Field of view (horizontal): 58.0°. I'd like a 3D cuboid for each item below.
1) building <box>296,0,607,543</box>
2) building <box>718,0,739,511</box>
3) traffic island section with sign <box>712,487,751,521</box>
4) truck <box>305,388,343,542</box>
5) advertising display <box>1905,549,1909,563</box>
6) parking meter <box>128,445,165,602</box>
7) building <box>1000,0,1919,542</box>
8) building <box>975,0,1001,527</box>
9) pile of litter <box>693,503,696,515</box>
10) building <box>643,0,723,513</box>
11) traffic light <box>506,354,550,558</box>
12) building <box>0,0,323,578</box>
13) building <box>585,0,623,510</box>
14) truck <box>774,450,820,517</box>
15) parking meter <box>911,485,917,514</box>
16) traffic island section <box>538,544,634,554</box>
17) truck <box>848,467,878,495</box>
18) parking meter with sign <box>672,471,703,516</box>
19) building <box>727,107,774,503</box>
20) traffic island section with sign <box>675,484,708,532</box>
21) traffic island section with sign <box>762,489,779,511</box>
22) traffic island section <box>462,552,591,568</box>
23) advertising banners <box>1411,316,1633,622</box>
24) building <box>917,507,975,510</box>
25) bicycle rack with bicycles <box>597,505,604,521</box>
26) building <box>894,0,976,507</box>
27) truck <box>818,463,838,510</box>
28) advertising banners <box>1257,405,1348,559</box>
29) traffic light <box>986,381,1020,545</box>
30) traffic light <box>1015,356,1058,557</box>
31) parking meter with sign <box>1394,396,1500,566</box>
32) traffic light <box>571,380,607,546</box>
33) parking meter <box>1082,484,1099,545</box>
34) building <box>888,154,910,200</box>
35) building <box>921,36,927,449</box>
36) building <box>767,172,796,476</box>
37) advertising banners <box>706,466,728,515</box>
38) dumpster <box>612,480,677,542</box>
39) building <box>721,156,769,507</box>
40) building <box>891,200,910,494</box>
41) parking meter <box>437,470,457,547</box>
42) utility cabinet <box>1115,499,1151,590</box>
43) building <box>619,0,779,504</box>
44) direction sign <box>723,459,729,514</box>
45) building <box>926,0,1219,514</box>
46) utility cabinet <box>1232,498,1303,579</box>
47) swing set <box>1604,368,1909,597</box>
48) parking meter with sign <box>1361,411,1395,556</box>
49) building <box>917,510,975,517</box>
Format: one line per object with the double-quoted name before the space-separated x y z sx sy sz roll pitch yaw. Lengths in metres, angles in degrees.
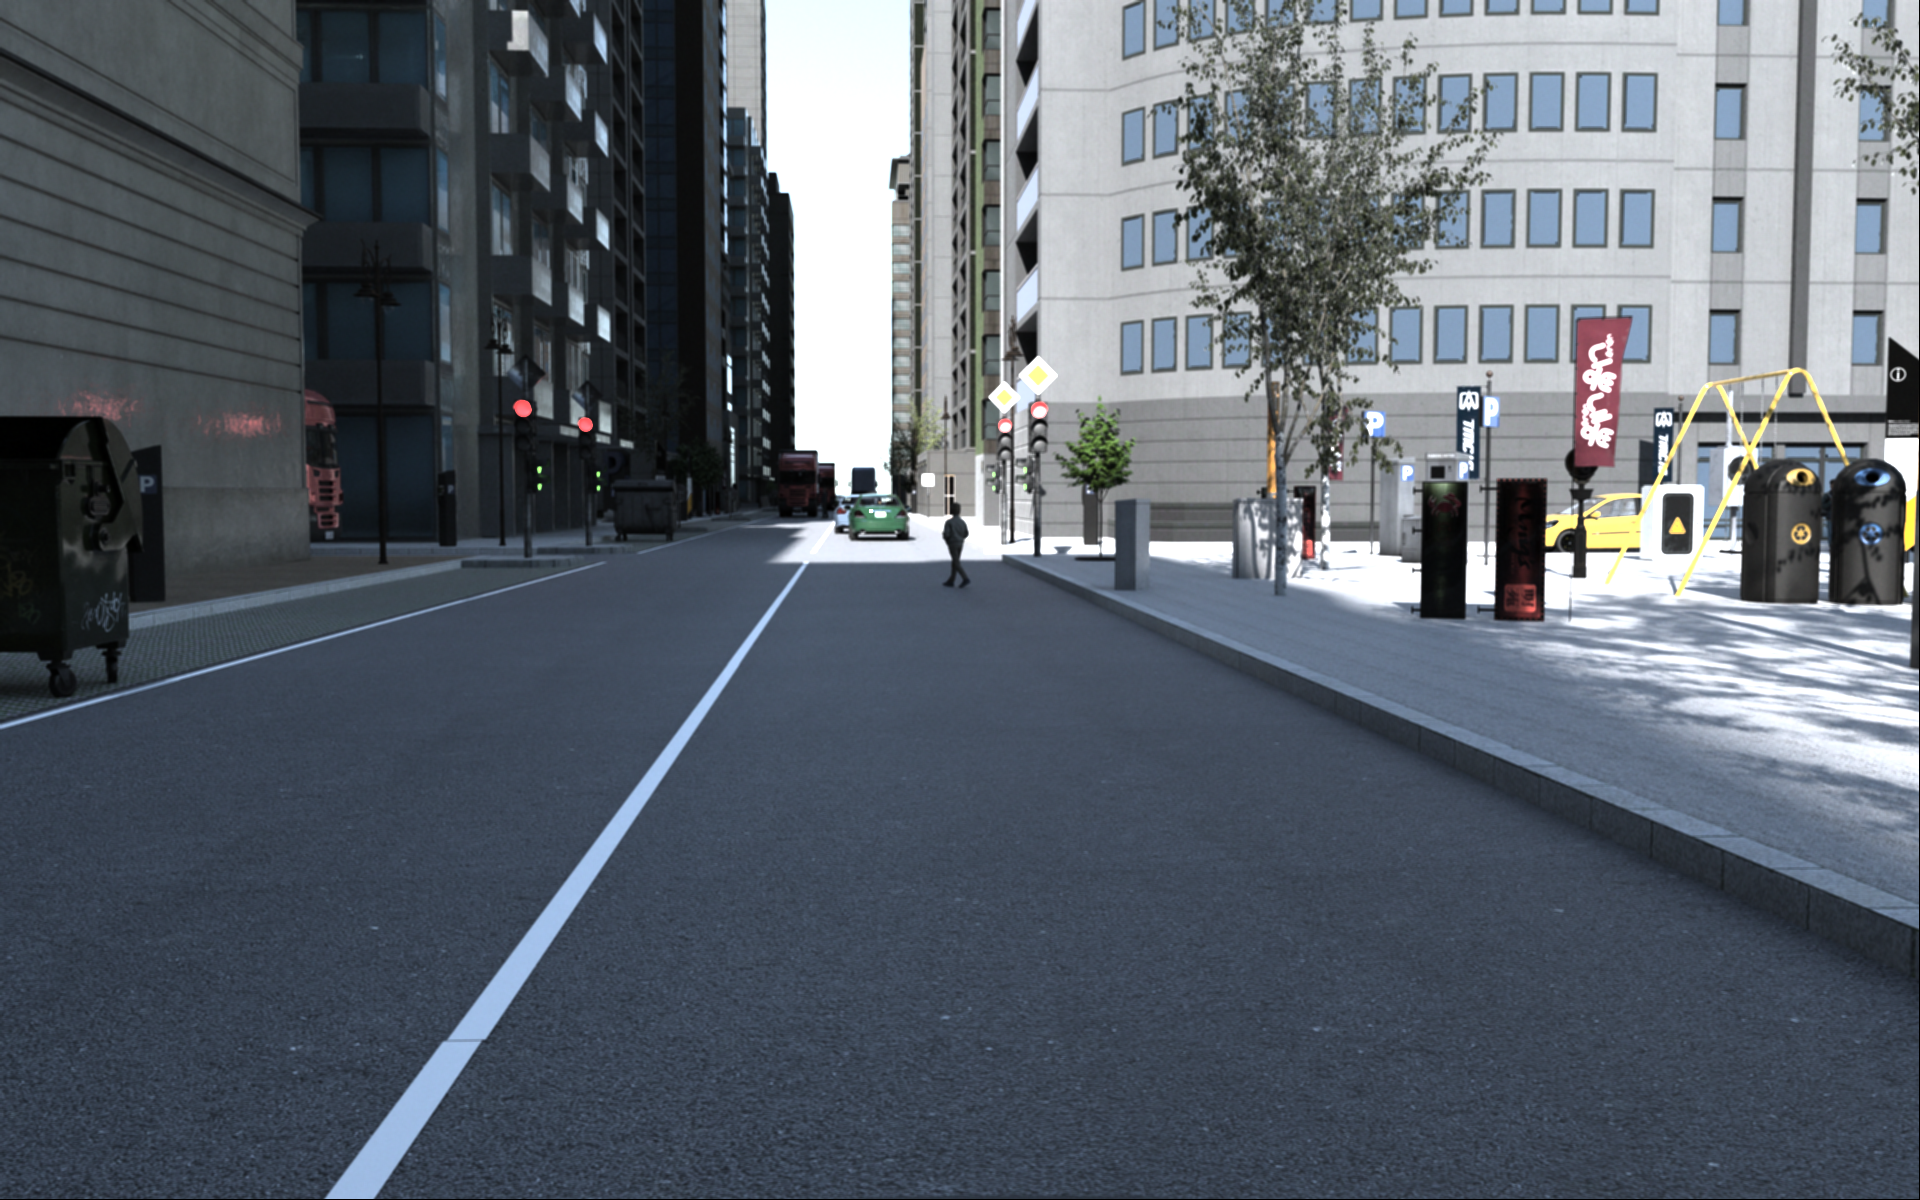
"building" -23.957 -26.714 56.377 23.786 49.044 30.456 0 4 -3
"building" -29.683 -50.894 144.785 22.319 86.520 31.000 0 4 -3
"traffic island section with sign" -12.227 -5.137 92.612 1.989 1.847 2.006 0 4 -3
"truck" -18.748 -2.981 37.648 11.283 4.237 2.839 0 4 -2
"advertising display" 17.876 -1.624 31.773 0.974 1.923 0.123 3 4 38
"parking meter" -9.717 -0.911 20.612 0.399 1.863 0.255 -3 5 -40
"building" 16.062 -31.345 54.487 28.212 58.520 21.231 0 4 -3
"building" 7.530 -18.538 74.799 14.160 30.474 14.107 0 4 -3
"pile of litter" -16.098 -5.515 104.136 1.719 0.858 1.176 -1 4 -12
"building" -24.591 -28.961 123.622 14.600 45.320 14.200 0 4 -3
"traffic light" -8.675 -2.802 34.741 0.839 4.253 0.868 0 4 -3
"building" -26.395 -11.718 24.878 30.059 22.955 16.112 0 4 -3
"building" -27.341 -40.592 101.932 20.563 71.187 20.611 0 4 -3
"truck" -10.416 -7.532 112.055 2.839 4.237 11.283 0 4 -4
"parking meter" -2.933 -6.500 111.990 0.399 1.863 0.255 0 4 7
"traffic island section" -9.198 -1.258 42.844 2.009 0.180 2.903 0 4 -3
"truck" -9.046 -10.756 165.623 2.967 4.110 18.799 0 4 -5
"parking meter with sign" -15.716 -6.333 99.799 1.738 3.016 0.543 0 4 -8
"building" -35.365 -36.478 216.025 23.786 49.044 30.456 0 4 -3
"traffic island section with sign" -10.575 -3.473 65.418 1.989 1.847 2.006 0 4 -3
"traffic island section with sign" -15.255 -8.202 142.722 1.989 1.847 2.006 0 4 -3
"traffic island section" -8.716 -0.770 34.873 2.009 0.180 2.903 0 4 -3
"advertising banners" 5.644 -1.302 17.484 2.074 3.025 0.090 2 4 24
"building" 4.616 -45.519 182.487 20.563 71.187 20.611 0 4 -3
"bicycle rack with bicycles" -18.038 -4.300 83.685 2.925 0.926 2.852 3 5 45
"building" 1.761 -48.130 225.173 20.563 71.187 20.611 0 4 -3
"truck" -12.524 -10.234 156.244 2.839 4.237 11.283 0 4 -5
"advertising banners" 6.740 -2.311 33.965 2.074 3.025 0.090 -1 4 -22
"traffic light" 1.084 -3.329 43.345 0.839 4.253 0.868 0 4 -3
"traffic light" 1.566 -2.841 35.375 0.839 4.253 0.868 0 4 -3
"parking meter with sign" 8.888 -2.161 31.586 0.543 3.016 1.738 -3 5 -42
"traffic light" -9.158 -3.290 42.711 0.839 4.253 0.868 0 4 -3
"parking meter" 3.265 -2.305 43.394 0.399 1.863 0.255 1 4 11
"building" 3.744 -41.285 264.251 28.713 52.752 27.495 0 4 -3
"building" 3.460 -31.491 164.988 14.600 45.320 14.200 0 4 -3
"building" -36.080 -39.079 262.645 21.300 48.544 21.600 0 4 -3
"advertising banners" -15.214 -6.864 108.407 0.090 3.025 2.074 2 4 33
"dumpster" -9.458 -2.683 52.084 1.865 1.857 1.264 0 4 -3
"building" -35.796 -29.446 173.325 32.217 40.220 23.993 0 4 -3
"building" -2.653 -34.225 243.168 14.154 41.232 14.086 0 4 -3
"parking meter" -12.548 -2.242 42.360 0.255 1.863 0.399 2 4 30
"utility cabinet" 2.340 -0.757 23.533 0.306 1.237 1.020 1 4 17
"building" -35.003 -49.092 240.903 20.563 71.187 20.611 0 4 -3
"direction sign" -15.124 -7.330 111.845 0.379 3.537 0.876 -1 4 -15
"building" 7.706 -36.788 143.490 21.231 58.520 28.212 0 4 -3
"utility cabinet" 4.689 -0.933 26.422 1.020 1.237 0.306 0 4 -6
"swing set" 10.491 -1.559 23.111 2.862 2.851 3.119 0 4 3
"parking meter with sign" 9.011 -2.415 35.743 0.543 3.016 1.738 -1 4 -22
"building" 8.064 -40.409 98.947 20.563 71.187 20.611 0 4 -3
